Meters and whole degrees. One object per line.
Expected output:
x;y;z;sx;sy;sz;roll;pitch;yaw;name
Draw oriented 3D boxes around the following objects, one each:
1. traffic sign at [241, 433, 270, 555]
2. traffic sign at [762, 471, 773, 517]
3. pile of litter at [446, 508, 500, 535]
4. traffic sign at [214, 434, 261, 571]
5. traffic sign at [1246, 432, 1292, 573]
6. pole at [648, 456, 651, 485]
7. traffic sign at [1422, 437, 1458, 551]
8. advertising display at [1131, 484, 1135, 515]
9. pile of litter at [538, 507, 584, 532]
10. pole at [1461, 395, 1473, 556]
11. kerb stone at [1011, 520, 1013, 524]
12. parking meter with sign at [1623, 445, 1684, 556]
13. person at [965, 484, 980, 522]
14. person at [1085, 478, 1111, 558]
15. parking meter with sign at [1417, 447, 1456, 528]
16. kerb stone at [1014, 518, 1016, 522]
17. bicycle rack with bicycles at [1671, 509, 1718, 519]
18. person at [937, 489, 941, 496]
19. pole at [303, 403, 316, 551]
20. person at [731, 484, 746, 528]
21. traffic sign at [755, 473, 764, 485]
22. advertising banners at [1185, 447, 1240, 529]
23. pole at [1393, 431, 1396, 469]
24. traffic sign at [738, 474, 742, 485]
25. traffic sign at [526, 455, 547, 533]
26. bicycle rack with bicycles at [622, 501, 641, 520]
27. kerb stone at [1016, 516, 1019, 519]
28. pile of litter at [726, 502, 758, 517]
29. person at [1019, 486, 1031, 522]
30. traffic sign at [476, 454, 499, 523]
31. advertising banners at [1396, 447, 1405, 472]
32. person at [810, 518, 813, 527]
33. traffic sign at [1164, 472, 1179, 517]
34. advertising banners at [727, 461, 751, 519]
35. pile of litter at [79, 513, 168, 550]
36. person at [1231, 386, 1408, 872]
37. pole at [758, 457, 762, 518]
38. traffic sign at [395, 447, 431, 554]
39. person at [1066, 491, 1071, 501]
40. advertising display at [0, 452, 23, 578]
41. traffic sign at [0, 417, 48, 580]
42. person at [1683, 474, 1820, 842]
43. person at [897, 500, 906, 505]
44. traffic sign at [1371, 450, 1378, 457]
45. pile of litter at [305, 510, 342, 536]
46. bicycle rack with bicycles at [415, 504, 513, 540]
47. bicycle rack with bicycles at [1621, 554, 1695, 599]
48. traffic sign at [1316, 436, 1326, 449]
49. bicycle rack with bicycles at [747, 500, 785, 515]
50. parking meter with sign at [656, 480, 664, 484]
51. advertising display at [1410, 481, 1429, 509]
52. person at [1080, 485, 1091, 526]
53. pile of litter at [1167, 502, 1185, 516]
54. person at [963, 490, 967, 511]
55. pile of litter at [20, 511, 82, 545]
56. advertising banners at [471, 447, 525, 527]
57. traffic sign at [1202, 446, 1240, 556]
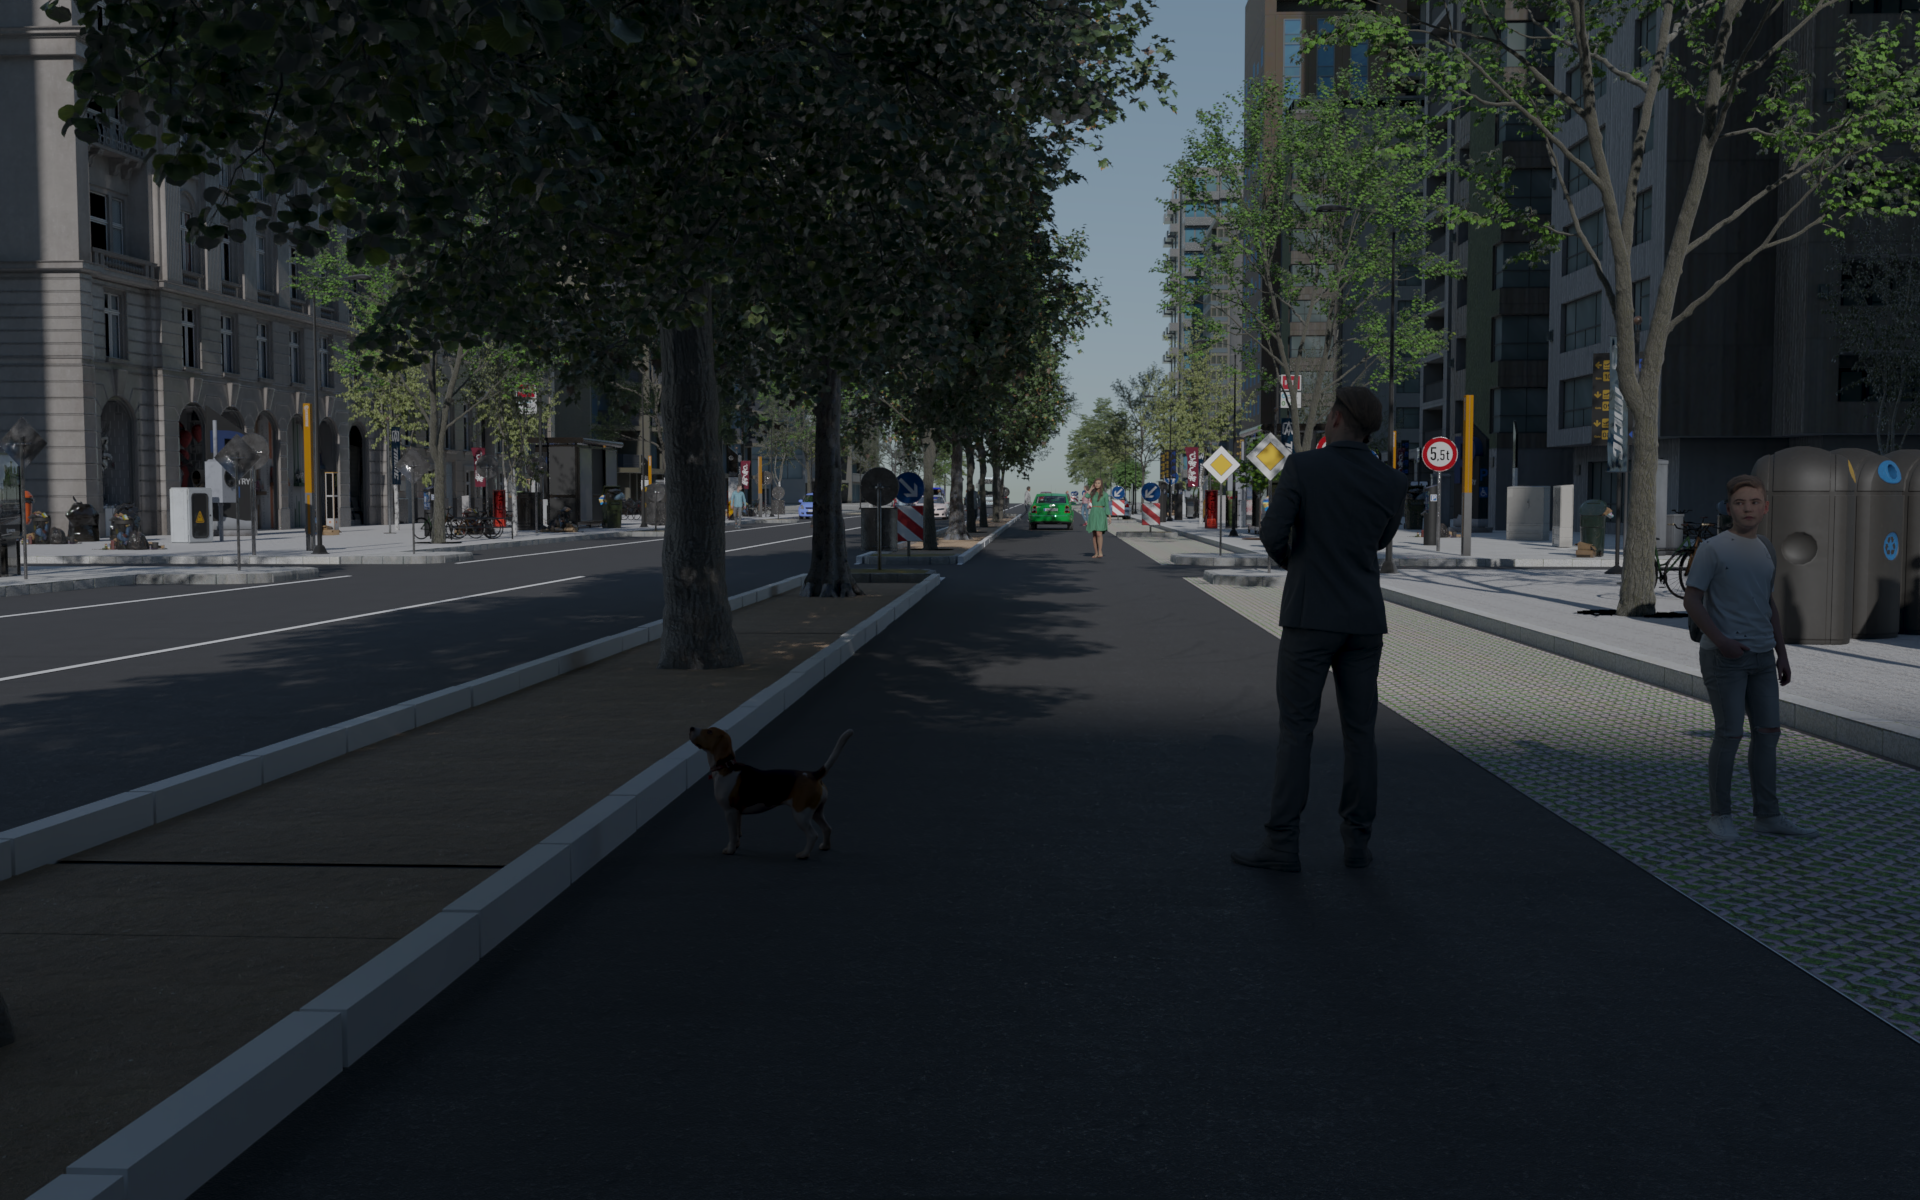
-14.785;-2.207;36.195;0.768;2.556;0.104;1;4;10;traffic sign
-10.677;-5.815;95.186;0.768;2.556;0.104;1;4;12;traffic sign
-15.440;-2.486;54.617;1.719;0.858;1.176;0;4;-4;pile of litter
-12.060;-1.546;28.924;0.795;2.450;0.064;0;4;3;traffic sign
5.011;-1.491;28.028;0.795;2.450;0.064;0;4;3;traffic sign
-16.546;-6.031;92.445;0.158;3.312;0.155;0;3;0;pole
10.701;-2.360;38.688;0.768;2.556;0.104;1;4;11;traffic sign
10.669;-6.230;107.069;0.123;1.923;0.974;0;4;-1;advertising display
-13.325;-2.703;58.164;1.719;0.858;1.176;1;4;15;pile of litter
10.482;-2.566;35.794;0.158;3.312;0.155;0;3;0;pole
2.201;-3.418;78.072;0.120;0.150;1.000;0;4;3;kerb stone
14.304;-2.422;35.854;1.738;3.016;0.543;-2;4;-33;parking meter with sign
0.513;-3.892;71.980;0.661;1.843;0.795;-1;4;-8;person
3.103;-1.838;38.799;0.600;1.795;0.529;1;4;9;person
18.045;-4.201;64.949;1.738;3.016;0.543;0;4;5;parking meter with sign
2.518;-3.793;84.204;0.120;0.150;1.000;0;4;3;kerb stone
16.877;-1.648;40.322;2.852;0.926;2.925;-2;4;-32;bicycle rack with bicycles
-1.711;-8.113;141.225;0.705;1.814;1.350;0;4;-7;person
-14.678;-2.766;39.070;0.158;3.312;0.155;0;3;0;pole
-9.319;-3.953;72.993;0.638;1.841;0.748;0;4;2;person
-11.646;-6.187;101.257;0.768;2.556;0.104;1;4;12;traffic sign
9.337;-4.153;64.094;2.074;3.025;0.090;0;4;-1;advertising banners
14.024;-3.808;56.097;0.158;3.312;0.155;0;3;0;pole
-11.575;-5.344;89.508;0.606;2.300;0.079;0;4;8;traffic sign
-13.918;-3.473;56.886;0.768;2.556;0.104;1;4;12;traffic sign
-16.734;-4.375;84.906;2.925;0.926;2.852;3;5;41;bicycle rack with bicycles
2.891;-4.231;91.369;0.120;0.150;1.000;0;4;3;kerb stone
-12.216;-5.123;97.732;1.719;0.858;1.176;0;4;-1;pile of litter
3.428;-5.003;90.150;0.795;1.843;0.661;0;4;7;person
-15.203;-3.399;55.680;0.768;2.556;0.104;1;4;9;traffic sign
15.952;-4.186;64.634;2.074;3.025;0.090;-3;4;-38;advertising banners
-6.027;-4.004;74.357;0.834;1.777;0.661;0;4;8;person
11.152;-5.586;91.435;0.768;2.556;0.104;1;4;9;traffic sign
-11.951;-5.760;90.370;2.074;3.025;0.090;0;4;-7;advertising banners
-19.213;-1.597;40.073;1.719;0.858;1.176;2;4;24;pile of litter
1.389;0.096;6.730;0.655;1.846;0.447;-1;4;-14;person
-10.888;-6.146;94.334;0.158;3.312;0.155;0;3;0;pole
-11.649;-2.034;36.898;0.795;2.450;0.064;0;4;3;traffic sign
10.363;-9.604;166.083;0.434;1.755;0.990;3;4;37;person
-14.849;-1.332;26.985;0.123;1.923;0.974;-1;4;-10;advertising display
-14.028;-1.514;25.946;0.795;2.450;0.064;0;4;7;traffic sign
3.262;0.239;7.181;0.523;1.515;0.503;3;5;39;person
-2.966;-4.859;88.212;0.793;1.790;0.793;1;4;23;person
11.415;-2.981;48.844;0.768;2.556;0.104;1;4;12;traffic sign
-19.966;-2.464;54.259;1.176;0.858;1.719;0;4;-1;pile of litter
-14.143;-2.202;49.388;2.925;0.926;2.852;-2;4;-34;bicycle rack with bicycles
9.382;-0.458;20.863;2.925;0.926;2.852;0;4;-7;bicycle rack with bicycles
7.848;-2.217;36.353;0.768;2.556;0.104;1;4;9;traffic sign
-12.262;-5.795;108.130;2.925;0.926;2.852;-2;4;-23;bicycle rack with bicycles
-16.058;-5.955;93.626;1.738;3.016;0.543;3;4;36;parking meter with sign
22.072;-4.771;83.226;0.974;1.923;0.123;3;5;43;advertising display
5.638;-4.246;77.935;0.555;1.821;0.388;3;5;42;person
12.604;-5.444;102.974;1.176;0.858;1.719;-2;4;-32;pile of litter
0.569;-8.433;146.406;0.705;1.821;1.348;1;4;17;person
-23.443;-1.855;44.291;1.719;0.858;1.176;0;4;3;pile of litter
-17.321;-4.220;65.190;2.074;3.025;0.090;-2;4;-26;advertising banners
5.421;-1.979;36.002;0.795;2.450;0.064;0;4;3;traffic sign
